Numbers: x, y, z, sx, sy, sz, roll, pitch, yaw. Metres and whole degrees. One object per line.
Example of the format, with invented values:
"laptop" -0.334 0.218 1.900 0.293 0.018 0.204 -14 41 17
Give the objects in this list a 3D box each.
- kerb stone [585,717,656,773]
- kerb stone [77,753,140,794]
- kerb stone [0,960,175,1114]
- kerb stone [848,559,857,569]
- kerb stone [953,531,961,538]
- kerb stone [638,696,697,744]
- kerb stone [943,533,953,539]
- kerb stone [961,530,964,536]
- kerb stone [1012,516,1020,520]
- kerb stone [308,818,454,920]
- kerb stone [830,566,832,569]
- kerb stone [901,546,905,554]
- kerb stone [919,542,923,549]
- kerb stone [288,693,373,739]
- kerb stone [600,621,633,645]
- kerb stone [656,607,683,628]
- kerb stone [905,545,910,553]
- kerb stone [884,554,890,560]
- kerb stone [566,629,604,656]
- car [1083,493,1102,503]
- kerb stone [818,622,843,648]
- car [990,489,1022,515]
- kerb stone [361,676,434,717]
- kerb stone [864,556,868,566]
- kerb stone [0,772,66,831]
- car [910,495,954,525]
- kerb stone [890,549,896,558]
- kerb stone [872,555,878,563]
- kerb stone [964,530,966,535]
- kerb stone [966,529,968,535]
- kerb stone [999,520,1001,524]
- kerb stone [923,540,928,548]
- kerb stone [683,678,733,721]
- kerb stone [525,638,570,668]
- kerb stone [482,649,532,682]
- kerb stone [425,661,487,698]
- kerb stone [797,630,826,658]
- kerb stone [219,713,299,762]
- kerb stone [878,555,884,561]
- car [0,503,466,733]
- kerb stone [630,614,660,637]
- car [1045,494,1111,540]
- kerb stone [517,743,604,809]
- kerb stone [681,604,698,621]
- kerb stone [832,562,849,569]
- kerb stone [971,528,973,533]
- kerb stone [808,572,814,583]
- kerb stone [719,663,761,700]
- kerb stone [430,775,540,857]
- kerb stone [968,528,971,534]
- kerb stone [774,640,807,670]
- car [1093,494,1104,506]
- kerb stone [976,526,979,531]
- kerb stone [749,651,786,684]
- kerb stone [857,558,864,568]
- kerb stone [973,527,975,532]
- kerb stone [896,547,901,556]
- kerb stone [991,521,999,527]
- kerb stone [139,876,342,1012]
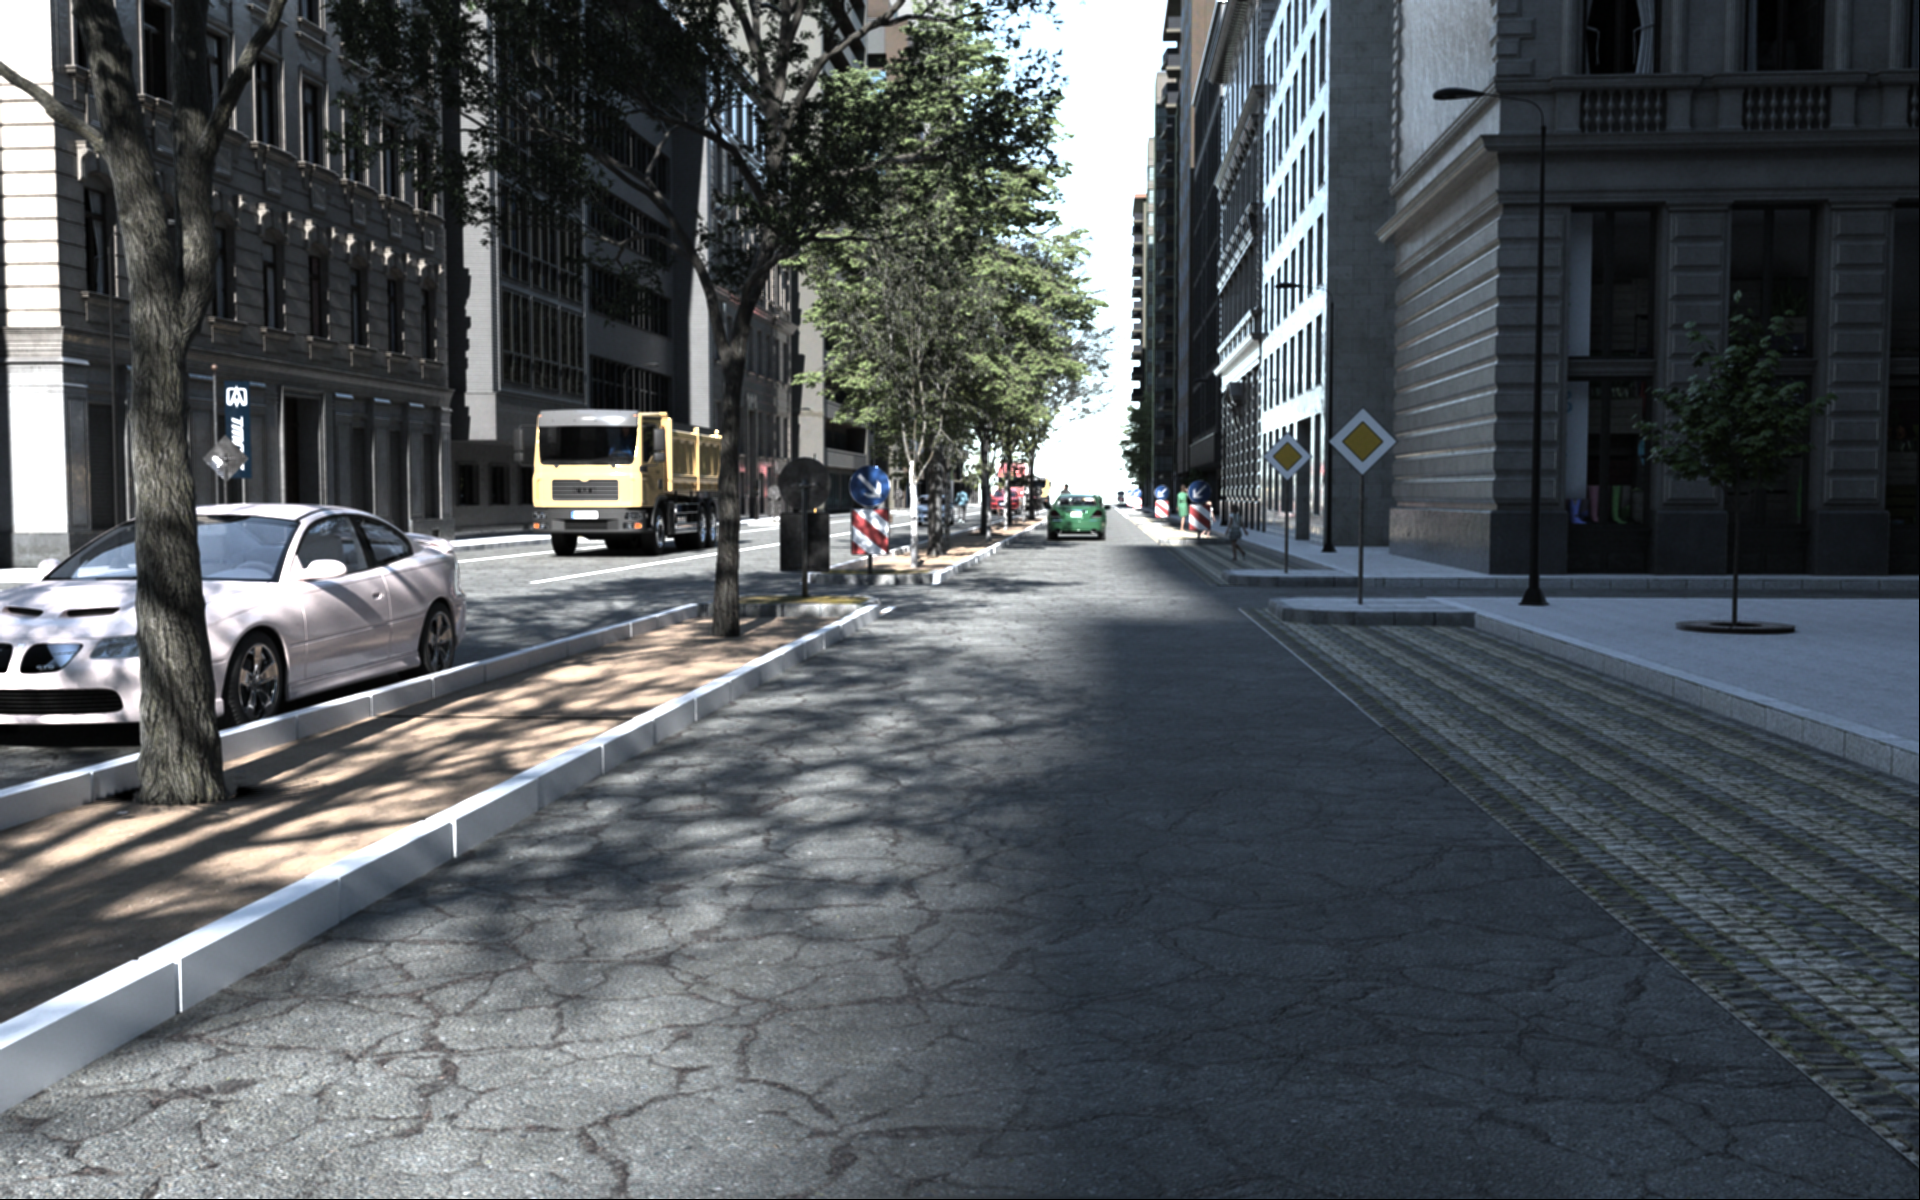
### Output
"kerb stone" -1.845 0.785 9.366 0.120 0.150 1.000 0 4 5
"kerb stone" -4.026 0.840 8.508 0.120 0.150 1.000 0 4 5
"kerb stone" -2.257 1.097 4.268 0.120 0.150 1.000 0 4 5
"kerb stone" -2.107 -0.630 32.506 0.120 0.150 1.000 0 4 5
"kerb stone" -0.144 -2.133 57.062 0.120 0.150 1.000 0 4 5
"kerb stone" -1.767 0.722 10.385 0.120 0.150 1.000 0 4 5
"kerb stone" -0.386 -1.942 53.985 0.120 0.150 1.000 0 4 5
"kerb stone" -0.060 -2.195 58.081 0.120 0.150 1.000 0 4 5
"kerb stone" 3.206 -4.695 98.951 0.120 0.150 1.000 0 4 5
"kerb stone" -2.097 0.973 6.306 0.120 0.150 1.000 0 4 5
"kerb stone" -2.347 -0.442 29.422 0.120 0.150 1.000 0 4 5
"kerb stone" -1.456 -1.132 40.702 0.120 0.150 1.000 0 4 5
"kerb stone" -1.123 -1.382 44.786 0.120 0.150 1.000 0 4 5
"kerb stone" -3.861 0.714 10.550 0.120 0.150 1.000 0 4 5
"kerb stone" -3.371 0.339 16.679 0.120 0.150 1.000 0 4 5
"kerb stone" -3.199 0.212 18.725 0.120 0.150 1.000 0 4 5
"kerb stone" -1.368 -1.194 41.730 0.120 0.150 1.000 0 4 5
"kerb stone" -1.696 -0.944 37.625 0.120 0.150 1.000 0 4 5
"kerb stone" -3.447 0.400 15.654 0.120 0.150 1.000 0 4 5
"car" 7.242 -5.571 100.873 2.009 1.686 4.222 0 4 6
"kerb stone" -1.273 0.348 16.511 0.120 0.150 1.000 0 4 5
"car" 3.219 -6.907 121.605 2.281 1.827 5.304 0 4 5
"kerb stone" -3.779 0.650 11.569 0.120 0.150 1.000 0 4 5
"kerb stone" -1.935 -0.754 34.552 0.120 0.150 1.000 0 4 5
"kerb stone" -4.104 0.900 7.489 0.120 0.150 1.000 0 4 5
"car" -1.236 -4.109 79.184 2.014 1.417 4.499 0 4 4
"kerb stone" -1.613 -1.006 38.649 0.120 0.150 1.000 0 4 5
"kerb stone" -1.853 -0.819 35.581 0.120 0.150 1.000 0 4 5
"kerb stone" 0.015 -2.257 59.100 0.120 0.150 1.000 0 4 5
"kerb stone" 0.100 -2.319 60.119 0.120 0.150 1.000 0 4 5
"kerb stone" 1.660 -3.507 79.540 0.120 0.150 1.000 0 4 5
"kerb stone" -0.954 -1.505 46.831 0.120 0.150 1.000 0 4 5
"kerb stone" -1.680 0.662 11.408 0.120 0.150 1.000 0 4 5
"kerb stone" -3.532 0.463 14.632 0.120 0.150 1.000 0 4 5
"kerb stone" -3.608 0.527 13.609 0.120 0.150 1.000 0 4 5
"kerb stone" -3.695 0.587 12.591 0.120 0.150 1.000 0 4 5
"kerb stone" -1.360 0.410 15.493 0.120 0.150 1.000 0 4 5
"kerb stone" -3.939 0.775 9.527 0.120 0.150 1.000 0 4 5
"kerb stone" -1.778 -0.879 36.607 0.120 0.150 1.000 0 4 5
"car" -4.950 0.033 11.820 2.083 1.381 4.827 0 4 5
"kerb stone" -3.281 0.275 17.697 0.120 0.150 1.000 0 4 5
"car" 3.740 -2.654 55.189 2.131 1.459 4.920 0 4 5
"kerb stone" -1.930 0.847 8.346 0.120 0.150 1.000 0 4 5
"kerb stone" -3.127 0.152 19.745 0.120 0.150 1.000 0 4 5
"kerb stone" -2.191 -0.567 31.470 0.120 0.150 1.000 0 4 5
"kerb stone" 0.272 -2.445 62.173 0.120 0.150 1.000 0 4 5
"kerb stone" -2.433 -0.379 28.400 0.120 0.150 1.000 0 4 5
"kerb stone" -1.600 0.597 12.427 0.120 0.150 1.000 0 4 5
"kerb stone" -2.006 0.909 7.327 0.120 0.150 1.000 0 4 5
"kerb stone" 0.192 -2.382 61.142 0.120 0.150 1.000 0 4 5
"kerb stone" -1.444 0.473 14.469 0.120 0.150 1.000 0 4 5
"car" 16.627 -12.304 212.960 2.131 1.459 4.920 0 4 6
"kerb stone" 0.513 -2.631 65.232 0.120 0.150 1.000 0 4 5
"kerb stone" -1.524 0.535 13.447 0.120 0.150 1.000 0 4 5
"kerb stone" -2.027 -0.693 33.528 0.120 0.150 1.000 0 4 5
"kerb stone" 0.346 -2.508 63.195 0.120 0.150 1.000 0 4 5
"kerb stone" -1.527 -1.069 39.674 0.120 0.150 1.000 0 4 5
"kerb stone" 1.567 -3.445 78.513 0.120 0.150 1.000 0 4 5
"kerb stone" -2.172 1.034 5.287 0.120 0.150 1.000 0 4 5
